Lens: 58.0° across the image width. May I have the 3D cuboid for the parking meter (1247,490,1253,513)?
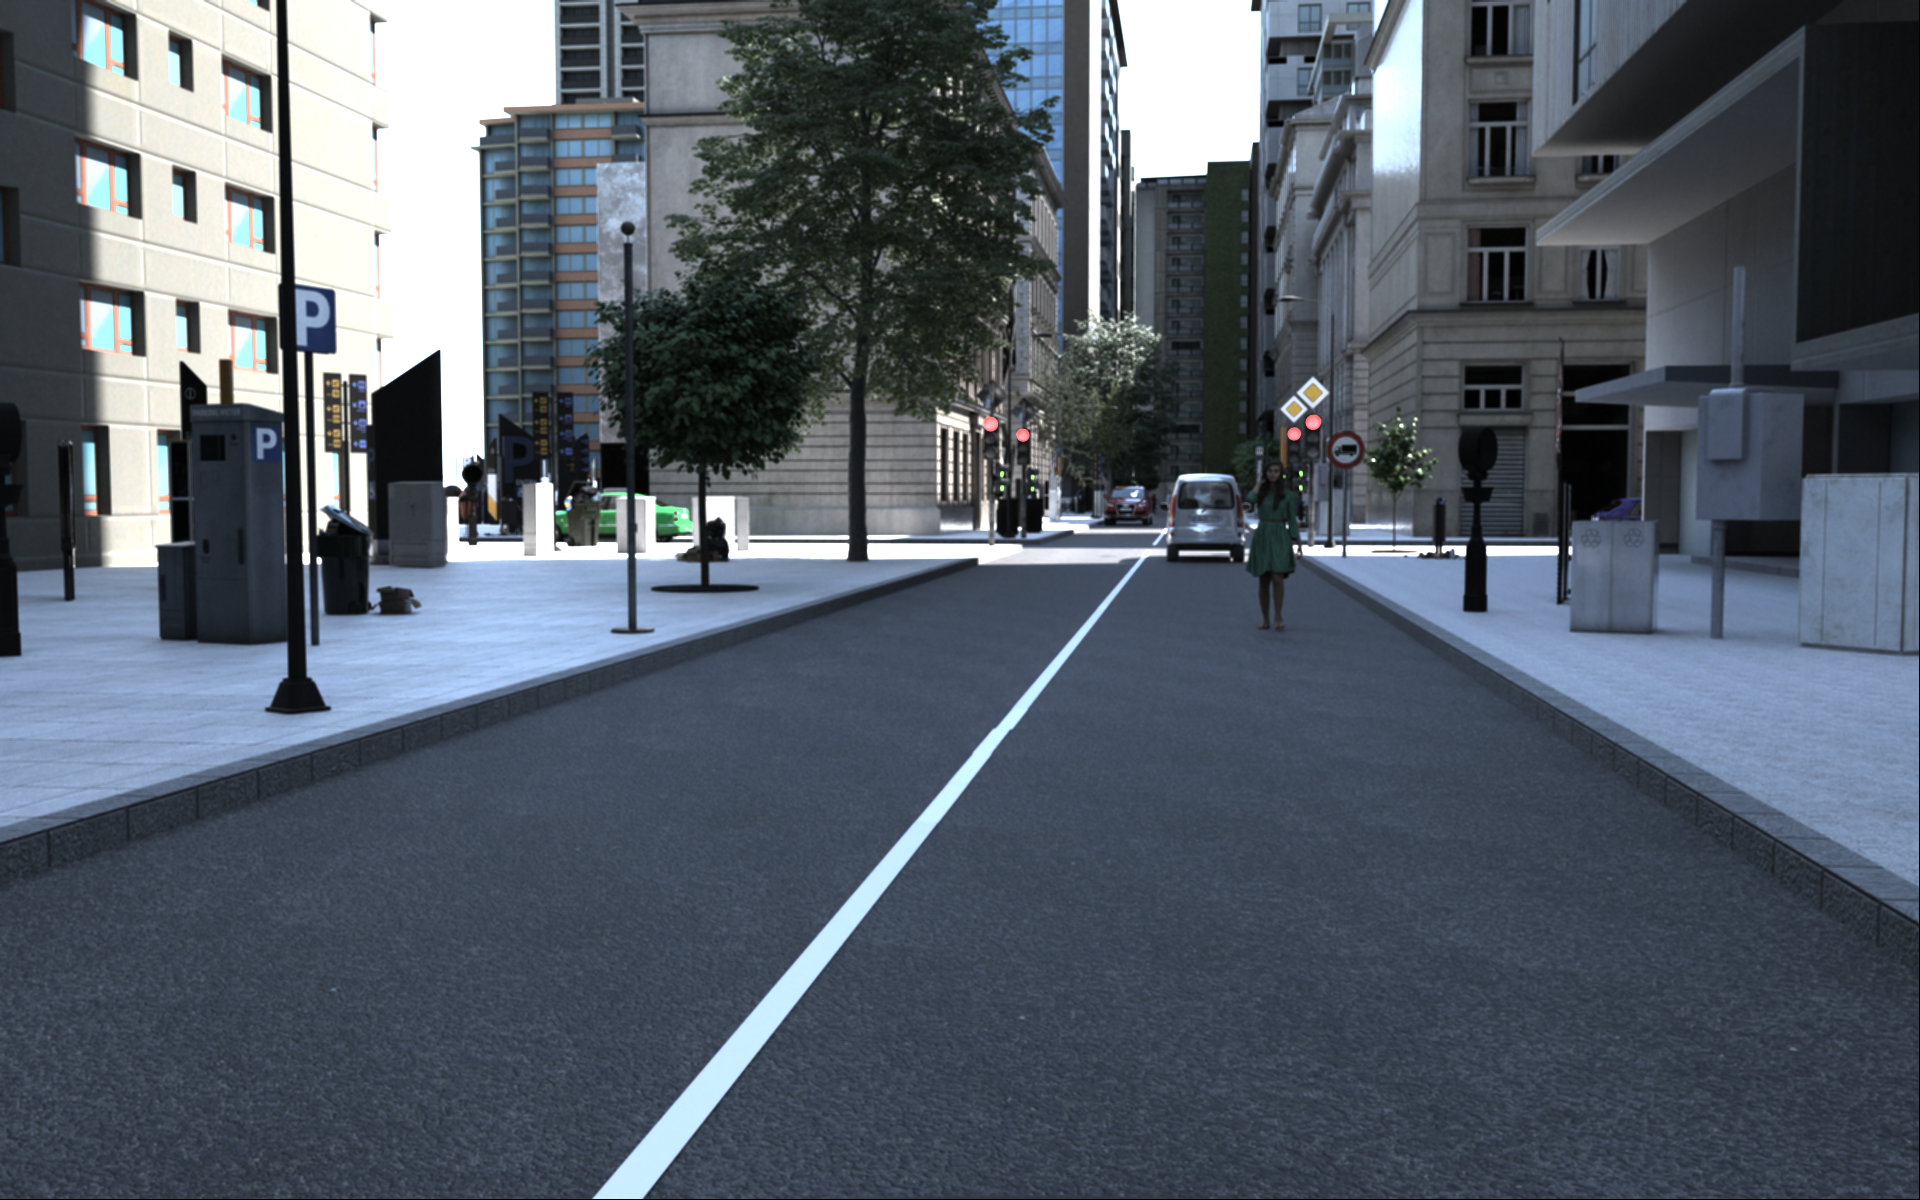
[{"bbox_3d":[19.448,-6.740,115.909,0.399,1.863,0.255,1,4,9],"label":"parking meter"}]

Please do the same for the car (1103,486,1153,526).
[{"bbox_3d":[7.818,-4.363,80.012,2.281,1.827,5.304,1,4,9],"label":"car"}]

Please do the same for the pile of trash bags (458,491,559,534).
[{"bbox_3d":[-14.421,-2.814,55.758,3.447,1.369,1.912,0,4,0],"label":"pile of trash bags"}]

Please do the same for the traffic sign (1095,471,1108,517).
[{"bbox_3d":[7.692,-5.797,94.778,0.884,2.594,0.081,1,4,11],"label":"traffic sign"}]

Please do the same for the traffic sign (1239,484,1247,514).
[{"bbox_3d":[18.144,-6.716,109.816,0.884,2.594,0.081,1,4,14],"label":"traffic sign"}]

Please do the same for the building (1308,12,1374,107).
[{"bbox_3d":[40.152,-27.084,134.706,32.217,40.220,23.993,0,4,8],"label":"building"}]

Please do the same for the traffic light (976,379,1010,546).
[{"bbox_3d":[0.798,-3.271,42.402,0.839,4.253,0.868,0,4,8],"label":"traffic light"}]

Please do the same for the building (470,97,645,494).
[{"bbox_3d":[-37.977,-33.007,194.291,28.867,44.769,22.147,0,4,8],"label":"building"}]

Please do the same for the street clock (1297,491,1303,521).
[{"bbox_3d":[16.345,-4.798,83.011,0.358,2.002,0.471,3,4,36],"label":"street clock"}]

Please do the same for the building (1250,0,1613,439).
[{"bbox_3d":[41.548,-34.913,160.066,28.713,52.752,27.495,0,4,8],"label":"building"}]

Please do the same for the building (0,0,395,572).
[{"bbox_3d":[-29.827,-11.295,29.719,28.899,21.520,27.650,0,4,8],"label":"building"}]

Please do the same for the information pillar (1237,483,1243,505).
[{"bbox_3d":[18.865,-6.862,116.691,0.304,2.012,0.304,3,5,41],"label":"information pillar"}]

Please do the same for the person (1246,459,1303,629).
[{"bbox_3d":[3.311,-0.584,18.297,0.600,1.795,0.529,0,4,5],"label":"person"}]

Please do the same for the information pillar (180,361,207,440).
[{"bbox_3d":[-13.610,-2.413,30.808,0.183,3.616,0.504,2,4,31],"label":"information pillar"}]

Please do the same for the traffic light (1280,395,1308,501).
[{"bbox_3d":[9.468,-3.693,49.302,0.839,4.253,0.868,0,4,8],"label":"traffic light"}]

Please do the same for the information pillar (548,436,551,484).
[{"bbox_3d":[-16.435,-4.768,69.307,0.183,3.616,0.504,-1,4,-14],"label":"information pillar"}]

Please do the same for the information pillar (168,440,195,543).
[{"bbox_3d":[-10.529,-1.167,23.576,0.304,2.012,0.304,0,4,4],"label":"information pillar"}]

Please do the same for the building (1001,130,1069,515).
[{"bbox_3d":[0.250,-16.820,103.891,11.050,23.489,19.941,0,4,8],"label":"building"}]

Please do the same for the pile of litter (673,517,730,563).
[{"bbox_3d":[-4.940,-1.176,33.194,1.176,0.858,1.719,1,4,10],"label":"pile of litter"}]

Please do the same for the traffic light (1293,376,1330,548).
[{"bbox_3d":[8.392,-3.209,41.389,0.839,4.253,0.868,0,4,8],"label":"traffic light"}]

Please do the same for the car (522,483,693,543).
[{"bbox_3d":[-9.886,-2.427,48.480,4.718,1.807,1.959,0,4,7],"label":"car"}]

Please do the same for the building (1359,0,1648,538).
[{"bbox_3d":[28.544,-13.624,56.034,30.059,22.955,16.112,0,4,8],"label":"building"}]

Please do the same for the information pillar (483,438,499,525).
[{"bbox_3d":[-19.437,-4.934,72.027,0.504,3.616,0.183,2,4,32],"label":"information pillar"}]

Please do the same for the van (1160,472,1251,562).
[{"bbox_3d":[5.392,-1.900,38.083,2.013,2.044,4.112,0,4,8],"label":"van"}]

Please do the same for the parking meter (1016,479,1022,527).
[{"bbox_3d":[2.346,-3.724,66.594,0.255,1.863,0.399,3,5,42],"label":"parking meter"}]

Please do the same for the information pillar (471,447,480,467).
[{"bbox_3d":[-24.343,-5.826,86.615,0.183,3.616,0.504,-2,4,-30],"label":"information pillar"}]

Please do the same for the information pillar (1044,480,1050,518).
[{"bbox_3d":[4.645,-5.319,91.459,0.304,2.012,0.304,2,4,30],"label":"information pillar"}]

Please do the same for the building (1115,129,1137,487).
[{"bbox_3d":[11.536,-36.530,220.966,21.600,48.544,21.300,0,4,8],"label":"building"}]

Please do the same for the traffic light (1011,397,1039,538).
[{"bbox_3d":[1.874,-3.755,50.315,0.839,4.253,0.868,0,4,8],"label":"traffic light"}]

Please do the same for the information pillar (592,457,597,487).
[{"bbox_3d":[-23.304,-7.281,110.406,0.183,3.616,0.504,-3,5,-40],"label":"information pillar"}]

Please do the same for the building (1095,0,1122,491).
[{"bbox_3d":[2.336,-32.759,155.221,23.786,49.044,30.456,0,4,8],"label":"building"}]

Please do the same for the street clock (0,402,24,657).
[{"bbox_3d":[-7.581,-0.558,13.688,0.358,2.002,0.471,-3,5,-43],"label":"street clock"}]

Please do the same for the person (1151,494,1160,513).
[{"bbox_3d":[14.614,-7.235,130.045,0.557,1.426,1.065,-2,4,-34],"label":"person"}]

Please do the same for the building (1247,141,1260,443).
[{"bbox_3d":[42.840,-34.482,213.896,14.200,45.320,14.600,0,4,8],"label":"building"}]

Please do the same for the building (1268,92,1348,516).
[{"bbox_3d":[26.210,-19.110,109.708,12.463,27.353,25.104,0,4,8],"label":"building"}]

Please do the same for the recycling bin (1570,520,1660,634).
[{"bbox_3d":[6.152,-0.227,16.265,0.722,1.027,0.722,2,4,26],"label":"recycling bin"}]

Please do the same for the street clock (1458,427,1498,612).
[{"bbox_3d":[5.630,-0.874,18.868,0.358,2.002,0.471,3,5,44],"label":"street clock"}]

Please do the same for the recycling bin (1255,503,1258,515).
[{"bbox_3d":[18.411,-5.672,105.298,0.722,1.027,0.722,3,5,43],"label":"recycling bin"}]

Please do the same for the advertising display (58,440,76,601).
[{"bbox_3d":[-10.880,-0.973,21.120,0.123,1.923,0.974,-2,4,-25],"label":"advertising display"}]

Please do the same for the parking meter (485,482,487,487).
[{"bbox_3d":[-23.861,-4.962,86.841,0.255,1.863,0.399,-1,4,-16],"label":"parking meter"}]

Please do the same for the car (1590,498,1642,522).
[{"bbox_3d":[18.117,-1.926,44.070,3.894,1.354,1.945,1,4,9],"label":"car"}]

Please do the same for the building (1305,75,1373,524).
[{"bbox_3d":[24.399,-14.883,85.139,13.314,21.916,24.055,0,4,8],"label":"building"}]

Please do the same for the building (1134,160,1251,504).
[{"bbox_3d":[28.769,-32.533,215.501,14.086,41.232,14.154,0,4,8],"label":"building"}]

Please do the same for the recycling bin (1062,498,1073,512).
[{"bbox_3d":[7.747,-6.874,124.945,0.722,1.027,0.722,1,4,13],"label":"recycling bin"}]

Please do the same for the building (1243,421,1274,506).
[{"bbox_3d":[40.612,-45.603,183.858,20.563,71.187,20.611,0,4,8],"label":"building"}]

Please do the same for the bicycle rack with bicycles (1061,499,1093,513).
[{"bbox_3d":[7.706,-6.424,118.415,2.925,0.926,2.852,-1,4,-11],"label":"bicycle rack with bicycles"}]

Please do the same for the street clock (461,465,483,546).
[{"bbox_3d":[-12.038,-2.335,42.742,0.471,2.002,0.358,-2,4,-32],"label":"street clock"}]

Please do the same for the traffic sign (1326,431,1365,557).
[{"bbox_3d":[7.794,-2.137,35.052,0.768,2.556,0.104,1,4,13],"label":"traffic sign"}]

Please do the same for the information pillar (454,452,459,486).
[{"bbox_3d":[-28.401,-6.507,97.749,0.183,3.616,0.504,-2,4,-33],"label":"information pillar"}]

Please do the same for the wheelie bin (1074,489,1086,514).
[{"bbox_3d":[7.891,-6.472,113.733,0.693,1.594,0.980,-1,4,-18],"label":"wheelie bin"}]

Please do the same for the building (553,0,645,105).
[{"bbox_3d":[-40.208,-48.276,227.571,20.611,71.187,20.563,0,4,8],"label":"building"}]

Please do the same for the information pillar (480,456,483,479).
[{"bbox_3d":[-26.727,-6.428,96.458,0.504,3.616,0.183,1,4,18],"label":"information pillar"}]

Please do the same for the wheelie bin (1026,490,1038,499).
[{"bbox_3d":[3.047,-4.131,75.451,0.693,1.594,0.980,-1,4,-15],"label":"wheelie bin"}]

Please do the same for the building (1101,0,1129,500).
[{"bbox_3d":[3.598,-36.491,185.868,27.495,52.752,28.713,0,4,8],"label":"building"}]

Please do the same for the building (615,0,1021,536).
[{"bbox_3d":[-4.047,-12.089,62.281,10.561,19.102,19.286,0,4,8],"label":"building"}]

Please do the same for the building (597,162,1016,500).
[{"bbox_3d":[-5.954,-13.045,80.730,16.820,18.784,16.811,0,4,8],"label":"building"}]

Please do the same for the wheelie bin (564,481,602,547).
[{"bbox_3d":[-9.163,-2.102,42.275,0.693,1.594,0.980,2,4,35],"label":"wheelie bin"}]

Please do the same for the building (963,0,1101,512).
[{"bbox_3d":[3.418,-29.507,132.557,14.600,45.320,14.200,0,4,8],"label":"building"}]

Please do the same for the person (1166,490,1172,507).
[{"bbox_3d":[14.049,-6.533,116.311,0.522,1.701,0.512,-3,5,-45],"label":"person"}]

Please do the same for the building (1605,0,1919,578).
[{"bbox_3d":[24.035,-26.482,22.212,28.713,52.752,27.495,0,4,8],"label":"building"}]
